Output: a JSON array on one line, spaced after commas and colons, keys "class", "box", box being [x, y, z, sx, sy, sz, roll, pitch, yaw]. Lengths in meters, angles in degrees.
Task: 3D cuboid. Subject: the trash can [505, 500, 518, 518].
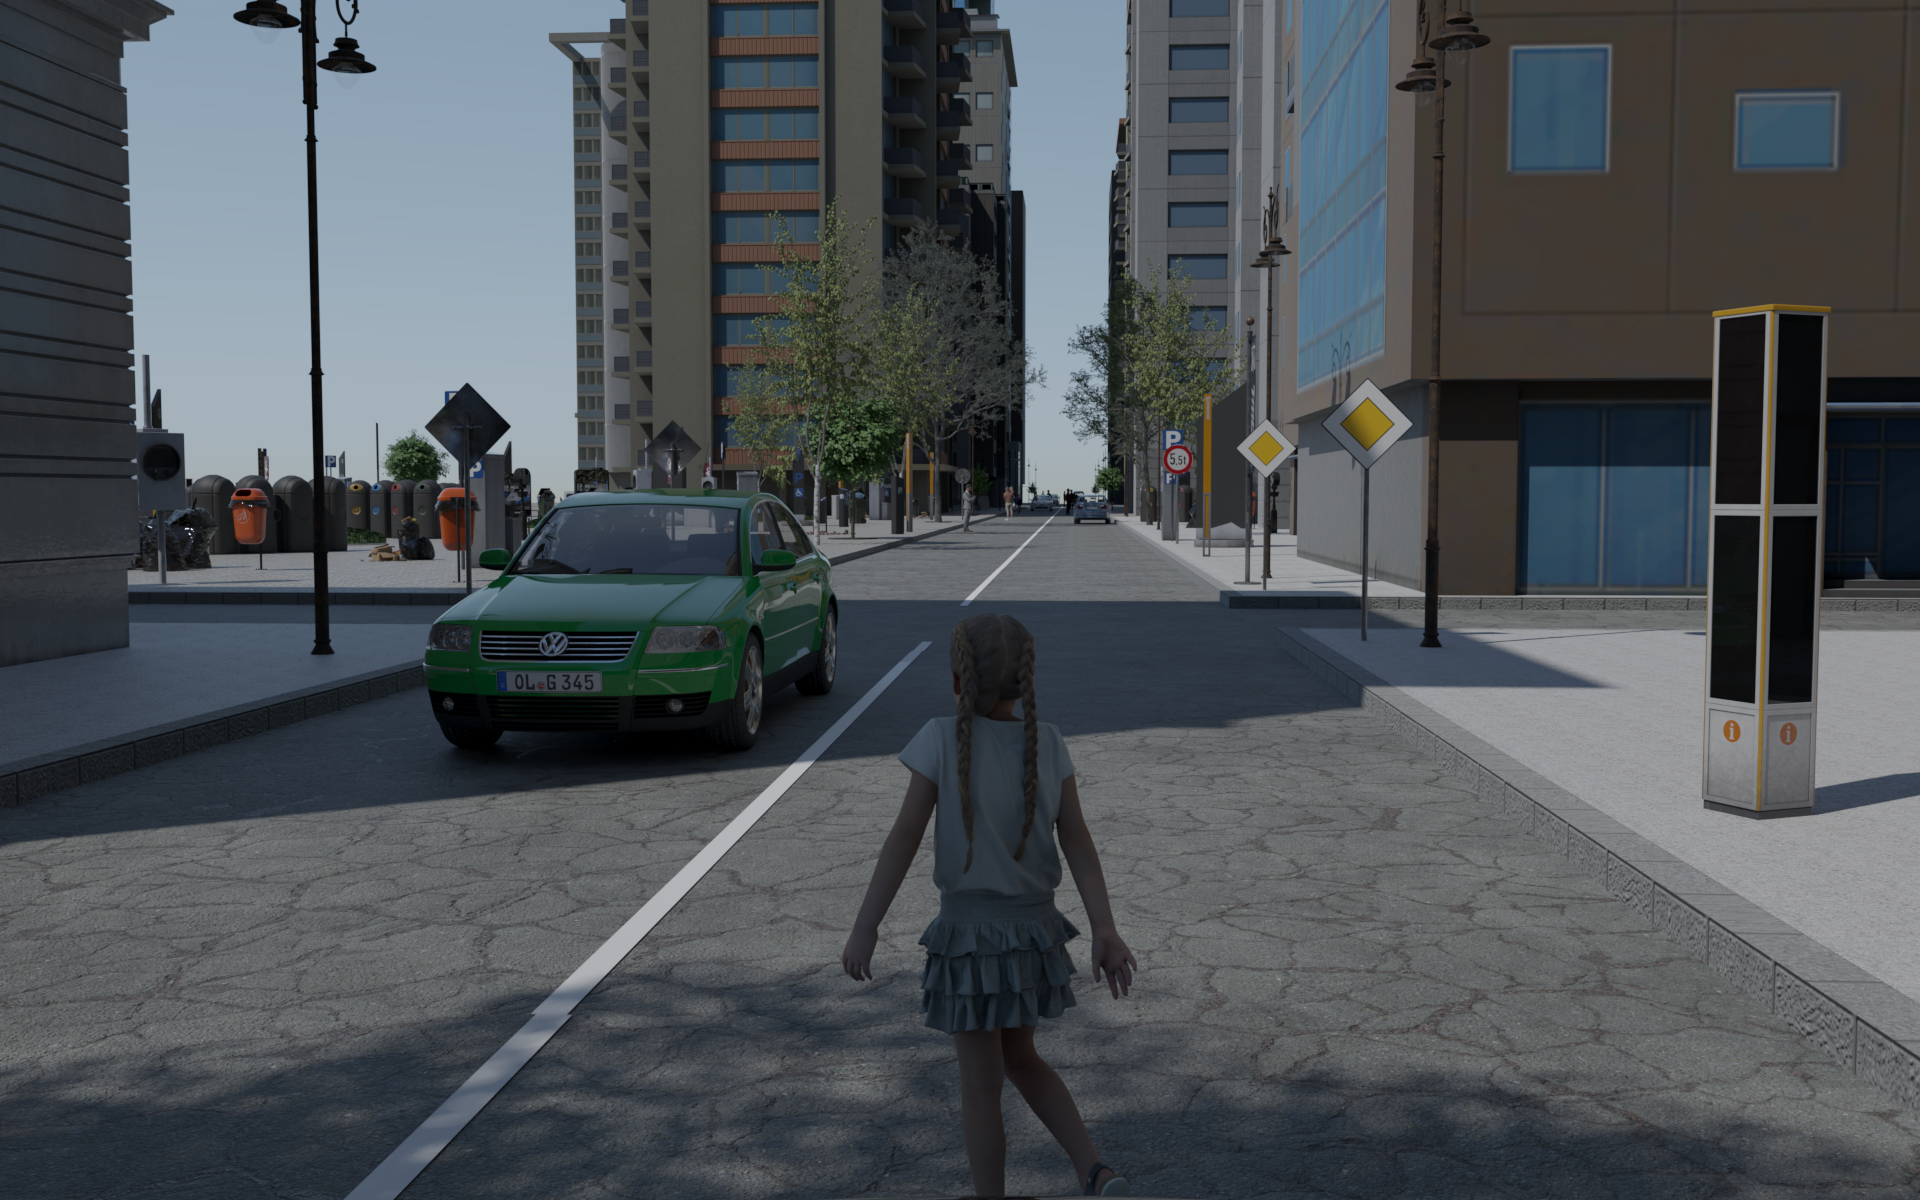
[{"class": "trash can", "box": [-10.276, -1.658, 38.763, 0.748, 1.137, 0.748, 0, 3, 0]}]

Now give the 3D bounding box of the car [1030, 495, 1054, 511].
[{"class": "car", "box": [6.915, -8.207, 146.546, 2.083, 1.381, 4.827, 0, 4, 3]}]

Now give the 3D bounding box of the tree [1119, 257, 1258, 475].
[{"class": "tree", "box": [6.753, -6.319, 53.685, 4.737, 8.622, 4.395, 0, 3, 0]}]

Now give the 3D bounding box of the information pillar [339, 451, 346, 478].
[{"class": "information pillar", "box": [-33.461, -6.269, 93.861, 0.504, 3.616, 0.183, 3, 4, 36]}]

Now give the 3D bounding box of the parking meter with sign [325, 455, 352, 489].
[{"class": "parking meter with sign", "box": [-27.616, -4.973, 77.574, 1.738, 3.016, 0.543, 2, 4, 32]}]

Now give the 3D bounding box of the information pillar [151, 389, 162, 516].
[{"class": "information pillar", "box": [-17.773, -2.876, 38.378, 0.183, 3.616, 0.504, 0, 4, -6]}]

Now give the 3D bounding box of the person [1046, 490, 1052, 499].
[{"class": "person", "box": [8.822, -10.100, 173.262, 0.705, 1.869, 1.348, 3, 5, 43]}]

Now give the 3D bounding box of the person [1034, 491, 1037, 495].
[{"class": "person", "box": [8.519, -11.354, 194.812, 0.551, 1.740, 0.621, 2, 4, 25]}]

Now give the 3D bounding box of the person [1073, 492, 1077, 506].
[{"class": "person", "box": [13.272, -11.812, 202.349, 1.217, 1.736, 0.721, -3, 4, -38]}]

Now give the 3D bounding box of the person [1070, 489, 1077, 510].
[{"class": "person", "box": [10.280, -9.298, 160.153, 1.348, 1.869, 0.705, 3, 4, 36]}]

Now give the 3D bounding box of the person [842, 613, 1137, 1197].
[{"class": "person", "box": [0.051, 0.633, 3.161, 0.505, 1.210, 0.382, -2, 4, -24]}]

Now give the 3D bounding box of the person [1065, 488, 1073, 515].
[{"class": "person", "box": [7.509, -6.803, 119.699, 0.705, 1.831, 1.348, 2, 4, 25]}]

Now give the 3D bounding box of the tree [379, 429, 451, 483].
[{"class": "tree", "box": [-26.807, -6.187, 84.866, 4.285, 4.588, 4.351, 0, 3, 0]}]

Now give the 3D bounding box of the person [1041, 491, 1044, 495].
[{"class": "person", "box": [9.693, -11.815, 201.756, 0.705, 1.814, 1.350, -1, 4, -23]}]

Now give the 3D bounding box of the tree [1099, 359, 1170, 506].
[{"class": "tree", "box": [9.377, -8.608, 91.100, 4.360, 8.622, 3.978, 0, 3, 0]}]

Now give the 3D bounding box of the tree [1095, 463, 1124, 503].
[{"class": "tree", "box": [15.617, -12.132, 182.070, 4.285, 4.588, 4.351, 0, 3, 0]}]

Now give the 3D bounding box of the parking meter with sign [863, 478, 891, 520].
[{"class": "parking meter with sign", "box": [-4.079, -5.415, 84.790, 1.738, 3.016, 0.543, 3, 5, 39]}]

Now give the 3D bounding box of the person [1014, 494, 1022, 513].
[{"class": "person", "box": [4.462, -7.437, 133.320, 0.697, 1.427, 0.421, 2, 4, 26]}]

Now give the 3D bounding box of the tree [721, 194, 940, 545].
[{"class": "tree", "box": [-3.532, -5.691, 43.411, 4.737, 8.622, 4.395, 0, 3, 0]}]

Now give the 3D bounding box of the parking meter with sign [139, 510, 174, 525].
[{"class": "parking meter with sign", "box": [-18.671, -2.632, 39.293, 1.738, 3.016, 0.543, -3, 5, -40]}]

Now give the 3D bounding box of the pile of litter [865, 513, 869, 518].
[{"class": "pile of litter", "box": [-5.459, -4.865, 93.500, 1.719, 0.858, 1.176, -2, 4, -35]}]

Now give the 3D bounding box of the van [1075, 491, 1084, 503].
[{"class": "van", "box": [16.162, -13.962, 235.283, 2.013, 2.044, 4.112, 0, 4, 3]}]

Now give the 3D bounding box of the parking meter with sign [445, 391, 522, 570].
[{"class": "parking meter with sign", "box": [-8.227, -2.070, 30.098, 0.543, 3.016, 1.738, 1, 4, 14]}]

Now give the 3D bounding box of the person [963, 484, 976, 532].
[{"class": "person", "box": [0.359, -3.473, 65.463, 0.466, 1.800, 0.511, 0, 4, 8]}]

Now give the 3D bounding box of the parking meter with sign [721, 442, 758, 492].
[{"class": "parking meter with sign", "box": [-7.206, -3.828, 58.853, 1.738, 3.016, 0.543, -1, 4, -13]}]

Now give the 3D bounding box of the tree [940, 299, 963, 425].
[{"class": "tree", "box": [-2.020, -6.779, 61.205, 4.737, 8.622, 4.395, 0, 3, 0]}]

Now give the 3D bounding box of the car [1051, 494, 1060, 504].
[{"class": "car", "box": [13.776, -14.906, 255.505, 2.131, 1.459, 4.920, 0, 4, 2]}]

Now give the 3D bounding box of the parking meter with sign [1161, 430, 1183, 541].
[{"class": "parking meter with sign", "box": [5.813, -3.155, 47.850, 0.543, 3.016, 1.738, 0, 4, 3]}]

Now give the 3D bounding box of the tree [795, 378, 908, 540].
[{"class": "tree", "box": [-3.107, -4.006, 49.220, 4.285, 4.588, 4.351, 0, 3, 0]}]

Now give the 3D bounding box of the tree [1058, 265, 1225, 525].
[{"class": "tree", "box": [7.499, -8.371, 71.286, 7.601, 10.594, 8.767, 0, 4, 8]}]

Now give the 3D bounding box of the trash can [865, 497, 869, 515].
[{"class": "trash can", "box": [-5.031, -5.143, 95.749, 0.748, 1.137, 0.748, 0, 3, 0]}]

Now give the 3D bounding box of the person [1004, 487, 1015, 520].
[{"class": "person", "box": [2.714, -5.245, 94.236, 0.573, 1.828, 0.580, 3, 4, 38]}]

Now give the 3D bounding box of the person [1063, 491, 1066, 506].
[{"class": "person", "box": [12.589, -12.207, 208.108, 0.705, 1.821, 1.348, 1, 4, 13]}]

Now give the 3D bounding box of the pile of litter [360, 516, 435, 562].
[{"class": "pile of litter", "box": [-10.901, -1.197, 33.532, 1.176, 0.858, 1.719, 3, 4, 38]}]

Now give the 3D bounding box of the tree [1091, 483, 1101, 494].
[{"class": "tree", "box": [20.013, -15.853, 253.804, 1.663, 3.219, 1.824, 0, 3, 0]}]

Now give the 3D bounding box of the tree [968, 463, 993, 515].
[{"class": "tree", "box": [1.256, -6.887, 107.198, 1.663, 3.219, 1.824, 0, 3, 0]}]

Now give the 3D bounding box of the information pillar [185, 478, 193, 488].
[{"class": "information pillar", "box": [-36.116, -4.690, 81.173, 0.304, 2.012, 0.304, -2, 4, -28]}]

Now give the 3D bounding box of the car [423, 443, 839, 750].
[{"class": "car", "box": [-1.911, -0.144, 11.145, 1.959, 1.807, 4.718, 0, 4, 5]}]

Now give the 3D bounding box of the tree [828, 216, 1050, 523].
[{"class": "tree", "box": [-1.127, -10.232, 77.668, 12.009, 13.543, 11.850, 0, 3, 0]}]

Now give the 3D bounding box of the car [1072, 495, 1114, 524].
[{"class": "car", "box": [6.454, -4.419, 84.261, 2.014, 1.417, 4.499, 0, 4, 6]}]

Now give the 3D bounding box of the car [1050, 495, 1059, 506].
[{"class": "car", "box": [11.393, -12.425, 215.513, 2.083, 1.381, 4.827, 0, 4, 5]}]

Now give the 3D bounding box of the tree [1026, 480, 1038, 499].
[{"class": "tree", "box": [9.970, -14.914, 238.441, 1.663, 3.219, 1.824, 0, 3, 0]}]
